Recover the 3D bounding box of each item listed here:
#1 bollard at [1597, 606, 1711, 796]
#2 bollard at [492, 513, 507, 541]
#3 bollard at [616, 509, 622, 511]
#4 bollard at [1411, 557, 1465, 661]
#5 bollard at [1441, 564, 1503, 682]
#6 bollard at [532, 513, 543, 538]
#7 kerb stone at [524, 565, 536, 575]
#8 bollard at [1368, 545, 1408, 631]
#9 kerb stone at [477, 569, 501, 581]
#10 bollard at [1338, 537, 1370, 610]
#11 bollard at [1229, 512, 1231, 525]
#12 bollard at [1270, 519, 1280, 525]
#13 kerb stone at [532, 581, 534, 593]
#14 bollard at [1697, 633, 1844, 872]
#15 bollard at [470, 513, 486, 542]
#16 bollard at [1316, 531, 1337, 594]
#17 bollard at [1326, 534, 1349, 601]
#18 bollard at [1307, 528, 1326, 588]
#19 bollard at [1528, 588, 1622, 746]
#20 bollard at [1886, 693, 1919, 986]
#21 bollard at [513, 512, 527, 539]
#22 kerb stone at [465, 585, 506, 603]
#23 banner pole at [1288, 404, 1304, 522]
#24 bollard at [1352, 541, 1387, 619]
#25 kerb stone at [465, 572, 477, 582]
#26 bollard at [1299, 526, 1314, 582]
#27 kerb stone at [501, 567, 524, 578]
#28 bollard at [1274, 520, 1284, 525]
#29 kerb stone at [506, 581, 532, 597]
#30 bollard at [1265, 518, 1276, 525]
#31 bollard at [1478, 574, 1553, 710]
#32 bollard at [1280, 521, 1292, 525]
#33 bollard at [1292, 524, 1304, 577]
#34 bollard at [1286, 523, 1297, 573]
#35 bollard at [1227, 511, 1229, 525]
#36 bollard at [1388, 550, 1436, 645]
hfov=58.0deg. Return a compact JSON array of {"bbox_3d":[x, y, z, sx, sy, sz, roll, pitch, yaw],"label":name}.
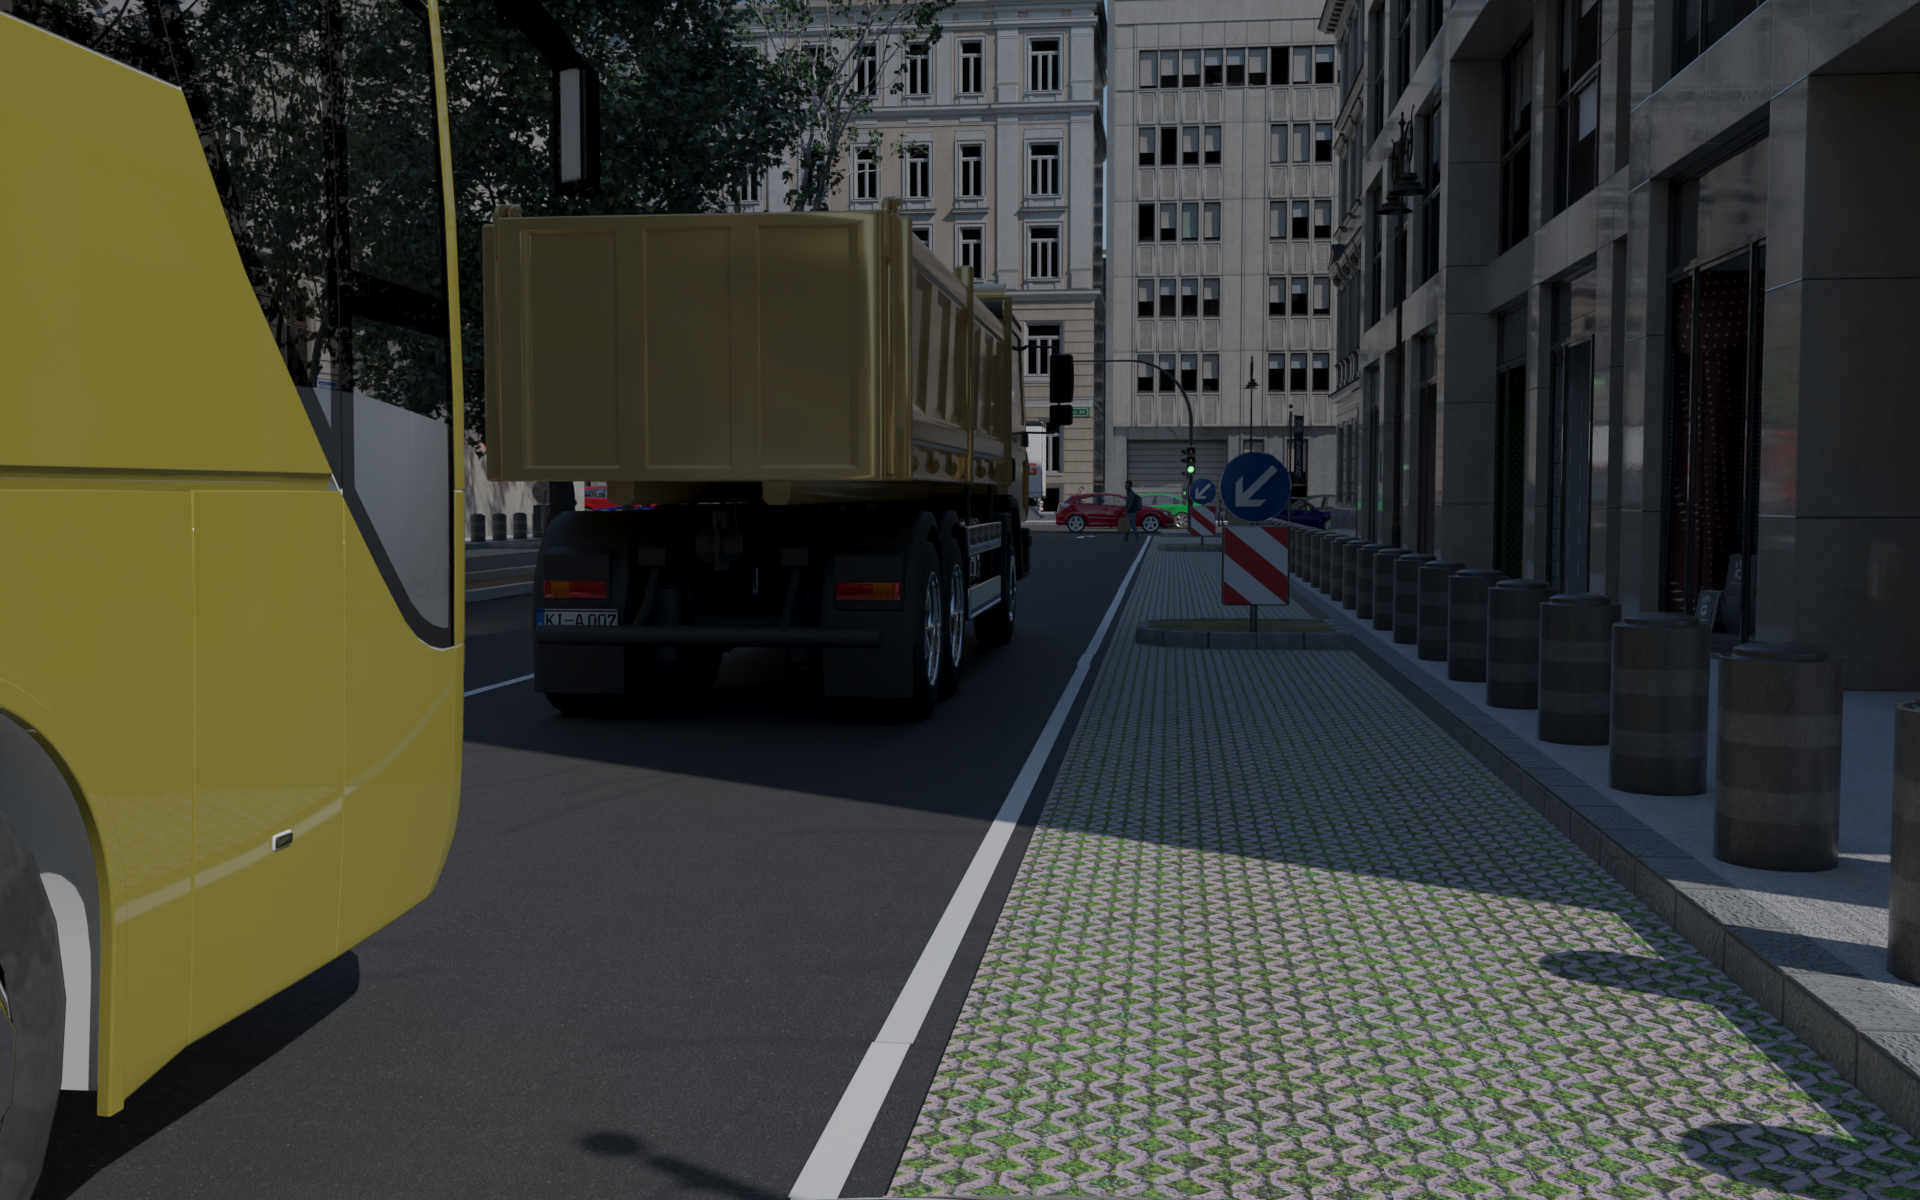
[{"bbox_3d":[3.038,0.440,7.522,0.404,0.777,0.398,0,3,0],"label":"bollard"},{"bbox_3d":[-12.669,-2.014,47.640,0.404,0.777,0.398,0,3,0],"label":"bollard"},{"bbox_3d":[-11.399,-2.649,58.021,0.404,0.777,0.398,0,3,0],"label":"bollard"},{"bbox_3d":[3.757,0.079,13.429,0.404,0.777,0.398,0,3,0],"label":"bollard"},{"bbox_3d":[3.576,0.169,11.953,0.404,0.777,0.398,0,3,0],"label":"bollard"},{"bbox_3d":[-12.301,-2.195,50.612,0.404,0.777,0.398,0,3,0],"label":"bollard"},{"bbox_3d":[-7.681,-0.526,30.882,0.120,0.150,1.000,0,4,7],"label":"kerb stone"},{"bbox_3d":[4.113,-0.102,16.382,0.404,0.777,0.398,0,3,0],"label":"bollard"},{"bbox_3d":[-7.930,-0.403,28.848,0.120,0.150,1.000,0,4,7],"label":"kerb stone"},{"bbox_3d":[4.481,-0.283,19.342,0.404,0.777,0.398,0,3,0],"label":"bollard"},{"bbox_3d":[8.814,-2.457,54.887,0.404,0.777,0.398,0,3,0],"label":"bollard"},{"bbox_3d":[6.105,-1.097,32.650,0.404,0.777,0.398,0,3,0],"label":"bollard"},{"bbox_3d":[-6.221,-0.207,25.572,0.120,0.150,1.000,0,4,7],"label":"kerb stone"},{"bbox_3d":[2.856,0.530,6.045,0.404,0.777,0.398,0,3,0],"label":"bollard"},{"bbox_3d":[-12.848,-1.923,46.164,0.404,0.777,0.398,0,3,0],"label":"bollard"},{"bbox_3d":[4.841,-0.464,22.299,0.404,0.777,0.398,0,3,0],"label":"bollard"},{"bbox_3d":[4.660,-0.373,20.823,0.404,0.777,0.398,0,3,0],"label":"bollard"},{"bbox_3d":[5.021,-0.554,23.774,0.404,0.777,0.398,0,3,0],"label":"bollard"},{"bbox_3d":[3.218,0.350,8.997,0.404,0.777,0.398,0,3,0],"label":"bollard"},{"bbox_3d":[2.681,0.621,4.569,0.404,0.777,0.398,0,3,0],"label":"bollard"},{"bbox_3d":[-12.480,-2.105,49.132,0.404,0.777,0.398,0,3,0],"label":"bollard"},{"bbox_3d":[-6.459,-0.079,23.537,0.120,0.150,1.000,0,4,7],"label":"kerb stone"},{"bbox_3d":[9.353,-3.569,48.364,0.863,3.779,0.401,-3,5,-44],"label":"banner pole"},{"bbox_3d":[4.295,-0.192,17.858,0.404,0.777,0.398,0,3,0],"label":"bollard"},{"bbox_3d":[-8.057,-0.342,27.828,0.120,0.150,1.000,0,4,7],"label":"kerb stone"},{"bbox_3d":[5.198,-0.644,25.251,0.404,0.777,0.398,0,3,0],"label":"bollard"},{"bbox_3d":[-7.799,-0.468,29.864,0.120,0.150,1.000,0,4,7],"label":"kerb stone"},{"bbox_3d":[5.920,-1.007,31.175,0.404,0.777,0.398,0,3,0],"label":"bollard"},{"bbox_3d":[-6.341,-0.144,24.555,0.120,0.150,1.000,0,4,7],"label":"kerb stone"},{"bbox_3d":[6.282,-1.187,34.126,0.404,0.777,0.398,0,3,0],"label":"bollard"},{"bbox_3d":[3.397,0.260,10.473,0.404,0.777,0.398,0,3,0],"label":"bollard"},{"bbox_3d":[5.743,-0.916,29.699,0.404,0.777,0.398,0,3,0],"label":"bollard"},{"bbox_3d":[5.381,-0.735,26.735,0.404,0.777,0.398,0,3,0],"label":"bollard"},{"bbox_3d":[5.557,-0.826,28.223,0.404,0.777,0.398,0,3,0],"label":"bollard"},{"bbox_3d":[8.992,-2.547,56.367,0.404,0.777,0.398,0,3,0],"label":"bollard"},{"bbox_3d":[3.937,-0.011,14.905,0.404,0.777,0.398,0,3,0],"label":"bollard"}]
